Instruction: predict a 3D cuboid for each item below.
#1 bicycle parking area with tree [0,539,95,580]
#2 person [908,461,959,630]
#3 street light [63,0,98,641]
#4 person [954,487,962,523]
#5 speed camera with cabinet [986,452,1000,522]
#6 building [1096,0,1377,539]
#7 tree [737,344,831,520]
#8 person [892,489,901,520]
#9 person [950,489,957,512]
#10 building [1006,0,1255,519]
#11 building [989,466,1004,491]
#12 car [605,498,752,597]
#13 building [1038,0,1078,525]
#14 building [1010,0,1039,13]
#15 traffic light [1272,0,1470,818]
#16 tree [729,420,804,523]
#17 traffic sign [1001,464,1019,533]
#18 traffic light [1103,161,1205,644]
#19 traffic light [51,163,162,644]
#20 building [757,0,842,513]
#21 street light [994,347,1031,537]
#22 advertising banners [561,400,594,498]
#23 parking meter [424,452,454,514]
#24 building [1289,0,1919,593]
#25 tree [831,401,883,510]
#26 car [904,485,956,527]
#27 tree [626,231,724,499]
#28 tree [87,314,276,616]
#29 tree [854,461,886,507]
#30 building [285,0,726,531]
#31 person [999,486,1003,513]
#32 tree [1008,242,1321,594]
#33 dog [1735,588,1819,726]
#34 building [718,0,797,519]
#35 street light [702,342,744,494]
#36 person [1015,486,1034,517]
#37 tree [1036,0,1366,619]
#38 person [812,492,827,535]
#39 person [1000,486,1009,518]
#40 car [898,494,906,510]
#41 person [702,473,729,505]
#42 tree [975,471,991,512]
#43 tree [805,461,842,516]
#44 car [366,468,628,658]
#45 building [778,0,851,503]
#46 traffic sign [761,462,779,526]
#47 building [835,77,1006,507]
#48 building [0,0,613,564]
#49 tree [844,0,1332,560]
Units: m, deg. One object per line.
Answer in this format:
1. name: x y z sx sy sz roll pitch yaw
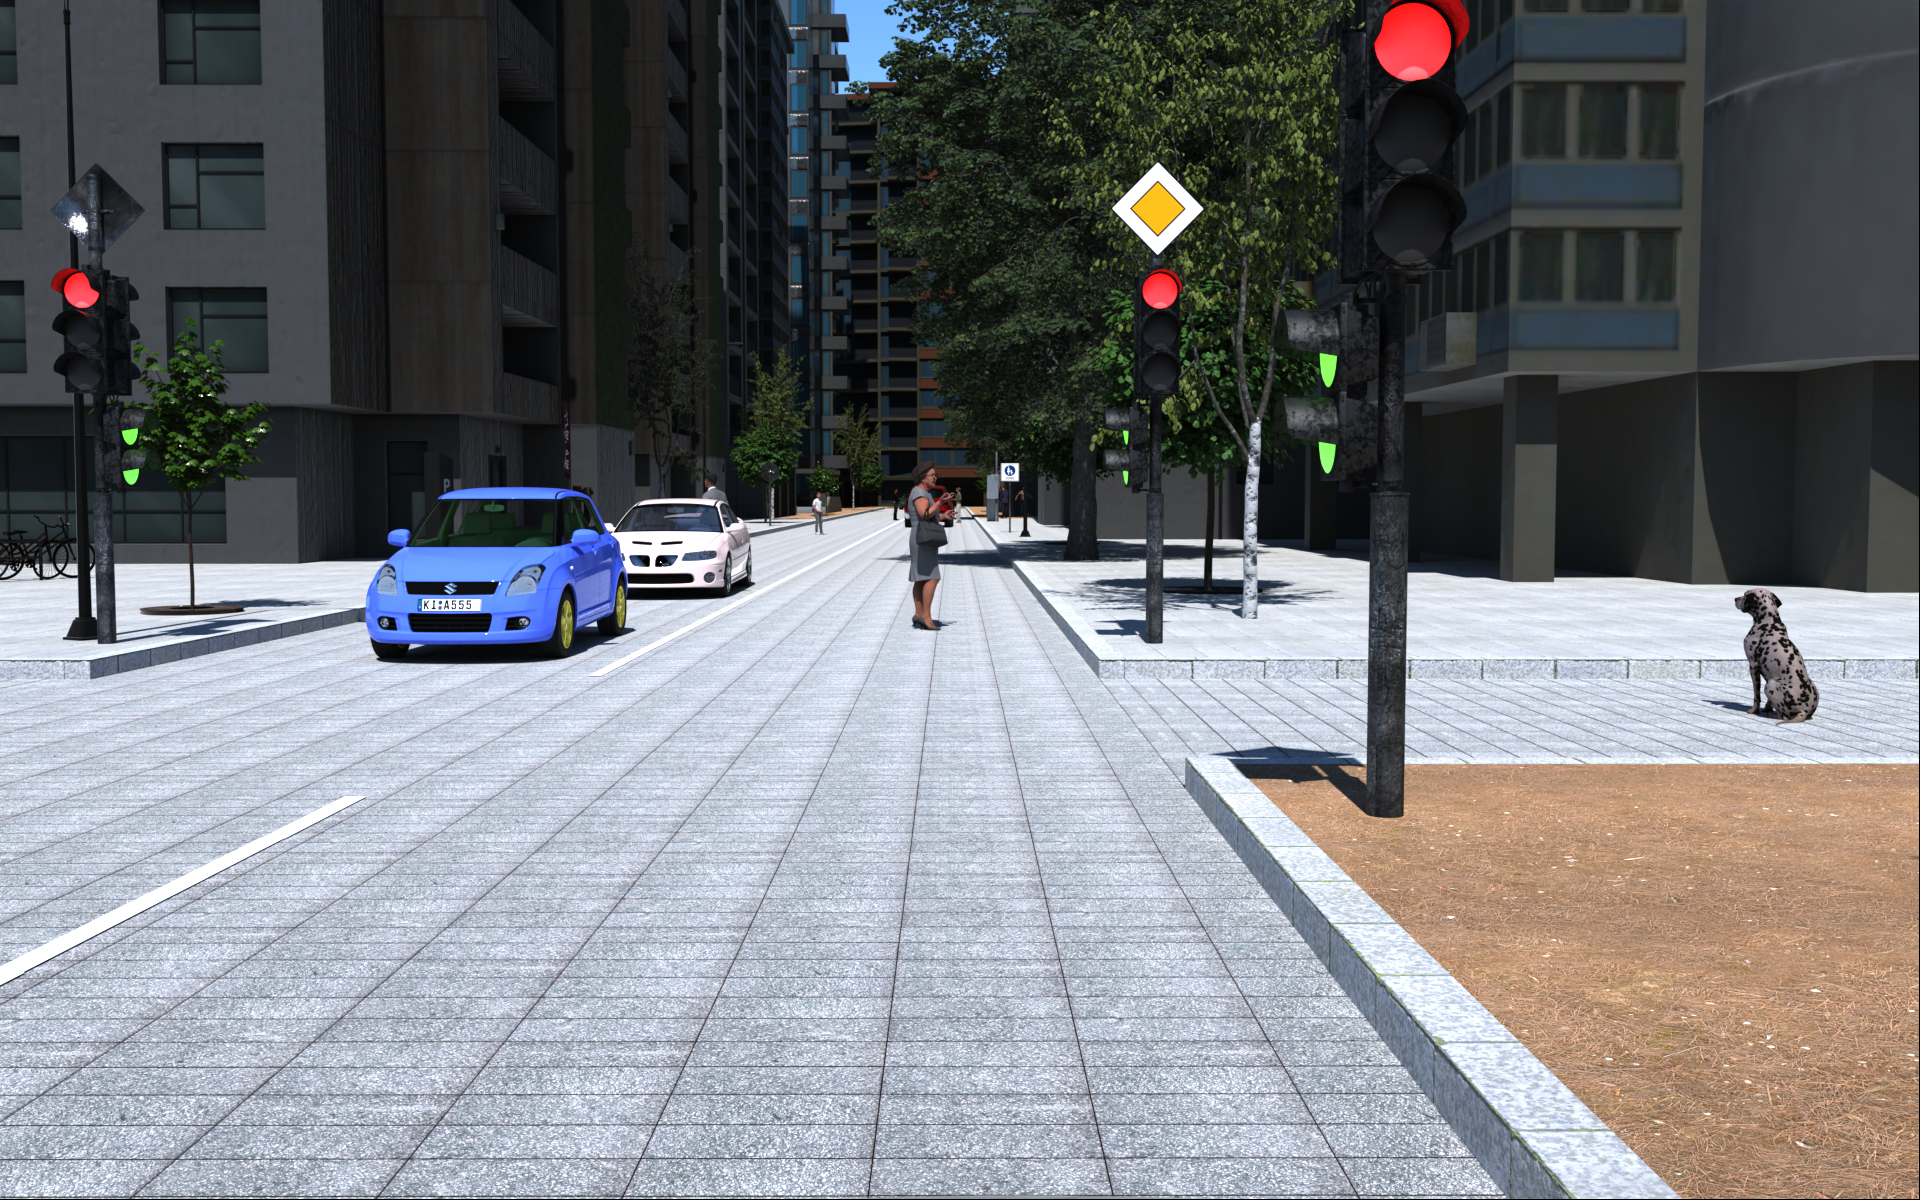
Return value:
1. bicycle parking area with tree: -17.969 -2.286 24.372 8.231 4.147 9.016 3 4 37
2. person: -0.287 -0.576 18.273 0.532 1.782 0.716 0 4 2
3. street light: -7.191 -2.605 15.136 1.470 5.913 1.316 0 4 0
4. person: -0.111 -4.718 86.186 0.362 1.759 0.519 0 4 -5
5. speed camera with cabinet: 1.534 -5.330 81.474 0.660 3.252 2.038 0 4 1
6. building: 10.722 -17.329 55.028 14.160 30.474 14.107 0 4 0
7. tree: -9.248 -8.269 85.556 4.737 8.622 4.395 0 3 0
8. person: -3.443 -5.217 94.617 0.721 1.723 1.217 1 4 15
9. person: -0.603 -7.863 137.069 1.348 1.823 0.705 1 4 12
10. building: 9.837 -20.579 108.170 14.160 30.474 14.107 0 4 0
11. building: 13.042 -43.747 153.512 20.563 71.187 20.611 0 4 0
12. car: -4.168 -0.811 25.626 2.083 1.381 4.827 0 4 -1
13. building: 10.443 -24.046 76.754 14.154 41.232 14.086 0 4 0
14. building: 14.126 -35.901 128.977 21.231 58.520 28.212 0 4 0
15. traffic light: 1.681 -1.094 6.815 0.839 4.253 0.868 0 4 0
16. tree: -8.569 -5.698 76.880 4.285 4.588 4.351 0 3 0
17. traffic sign: 1.660 -3.390 57.550 0.606 2.300 0.079 0 4 4
18. traffic light: 1.654 -1.583 14.800 0.839 4.253 0.868 0 4 0
19. traffic light: -7.307 -1.580 14.753 0.839 4.253 0.868 0 4 0
20. building: -25.001 -26.321 122.227 32.217 40.220 23.993 0 4 0
21. street light: 1.422 -4.854 51.912 1.470 5.913 1.316 0 4 0
22. advertising banners: -7.368 -2.274 33.361 0.090 3.025 2.074 0 4 3
23. parking meter: -7.259 -1.129 24.167 0.255 1.863 0.399 1 4 15
24. building: 19.225 -20.666 29.769 23.993 40.220 32.217 0 4 0
25. tree: -8.271 -11.481 138.073 4.737 8.622 4.395 0 3 0
26. car: -1.337 -4.130 76.206 2.281 1.827 5.304 0 4 1
27. tree: -8.400 -5.985 48.225 4.360 8.622 3.978 0 3 0
28. tree: -8.193 -1.474 18.702 1.663 3.219 1.824 0 3 0
29. tree: -8.728 -11.258 167.787 4.285 4.588 4.351 0 3 0
30. building: -17.668 -18.306 71.008 14.160 30.474 14.107 0 4 0
31. person: 2.763 -6.958 119.825 0.705 1.822 1.348 -2 4 -33
32. tree: 3.211 -2.381 22.647 4.285 4.588 4.351 0 3 0
33. dog: 5.205 0.354 11.051 0.513 0.831 0.800 2 4 25
34. building: -20.158 -40.401 98.809 20.563 71.187 20.611 0 4 0
35. street light: -7.312 -4.931 53.169 1.470 5.913 1.316 0 4 0
36. person: 3.512 -5.388 94.854 1.217 1.736 0.721 -2 4 -31
37. tree: 2.946 -4.126 17.828 4.737 8.622 4.395 0 3 0
38. person: -4.976 -3.058 61.100 0.523 1.515 0.503 0 4 2
39. person: 2.344 -5.168 91.457 0.541 1.710 0.530 -1 4 -18
40. car: -4.717 -9.189 162.040 2.131 1.459 4.920 0 4 1
41. person: -4.245 -1.290 29.871 0.850 1.792 0.678 2 4 34
42. tree: 1.889 -8.140 127.695 1.663 3.219 1.824 0 3 0
43. tree: -8.417 -6.952 108.267 1.663 3.219 1.824 0 3 0
44. car: -4.260 -0.407 16.251 1.945 1.707 3.694 0 3 0
45. building: -25.158 -32.557 151.917 30.456 49.044 23.786 0 4 0
46. traffic sign: -7.616 -4.239 69.416 0.768 2.556 0.104 0 4 5
47. building: -1.682 -32.430 184.846 28.867 44.769 22.147 0 4 0
48. building: -15.355 -16.218 36.861 14.160 30.474 14.107 0 4 0
49. tree: 2.360 -7.762 33.568 9.857 13.997 8.962 0 3 0
